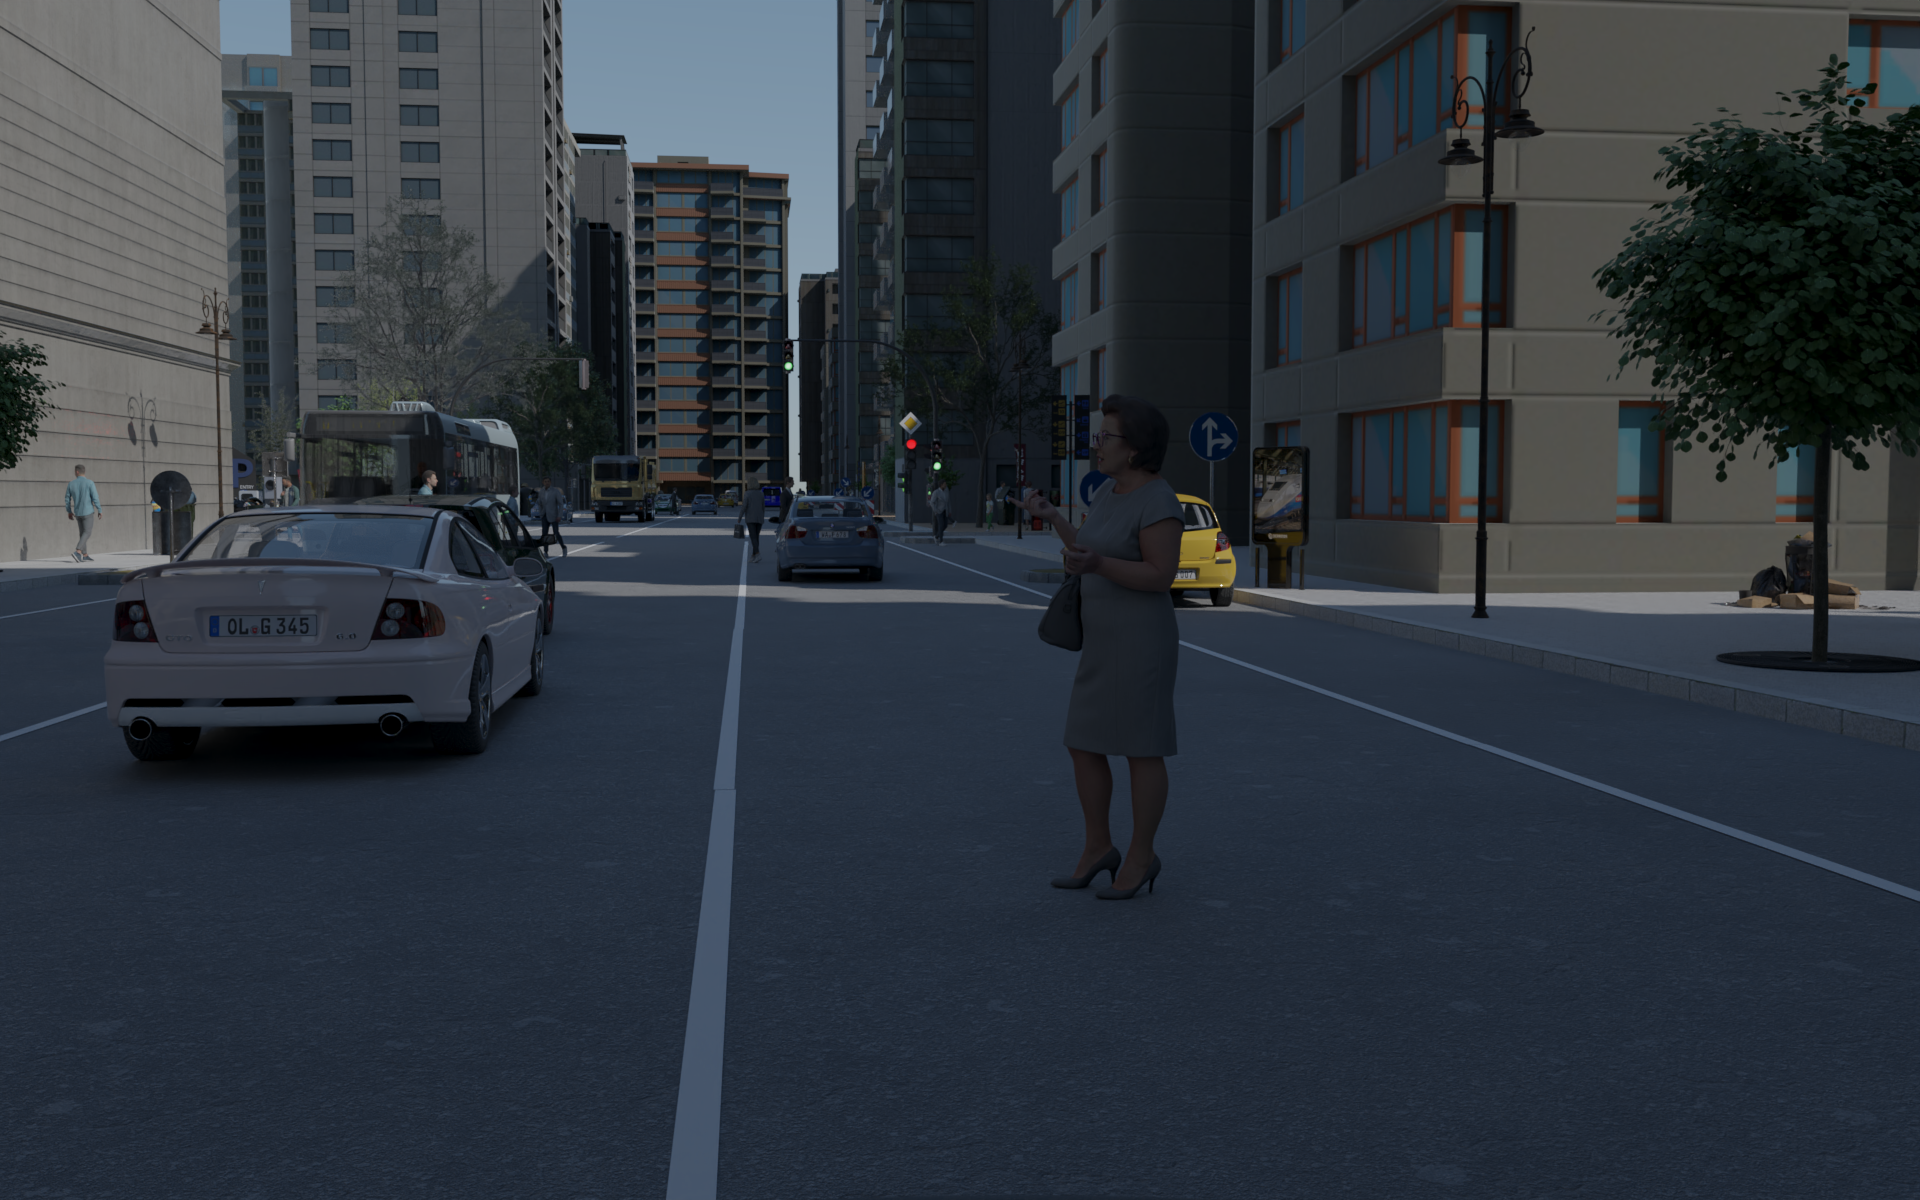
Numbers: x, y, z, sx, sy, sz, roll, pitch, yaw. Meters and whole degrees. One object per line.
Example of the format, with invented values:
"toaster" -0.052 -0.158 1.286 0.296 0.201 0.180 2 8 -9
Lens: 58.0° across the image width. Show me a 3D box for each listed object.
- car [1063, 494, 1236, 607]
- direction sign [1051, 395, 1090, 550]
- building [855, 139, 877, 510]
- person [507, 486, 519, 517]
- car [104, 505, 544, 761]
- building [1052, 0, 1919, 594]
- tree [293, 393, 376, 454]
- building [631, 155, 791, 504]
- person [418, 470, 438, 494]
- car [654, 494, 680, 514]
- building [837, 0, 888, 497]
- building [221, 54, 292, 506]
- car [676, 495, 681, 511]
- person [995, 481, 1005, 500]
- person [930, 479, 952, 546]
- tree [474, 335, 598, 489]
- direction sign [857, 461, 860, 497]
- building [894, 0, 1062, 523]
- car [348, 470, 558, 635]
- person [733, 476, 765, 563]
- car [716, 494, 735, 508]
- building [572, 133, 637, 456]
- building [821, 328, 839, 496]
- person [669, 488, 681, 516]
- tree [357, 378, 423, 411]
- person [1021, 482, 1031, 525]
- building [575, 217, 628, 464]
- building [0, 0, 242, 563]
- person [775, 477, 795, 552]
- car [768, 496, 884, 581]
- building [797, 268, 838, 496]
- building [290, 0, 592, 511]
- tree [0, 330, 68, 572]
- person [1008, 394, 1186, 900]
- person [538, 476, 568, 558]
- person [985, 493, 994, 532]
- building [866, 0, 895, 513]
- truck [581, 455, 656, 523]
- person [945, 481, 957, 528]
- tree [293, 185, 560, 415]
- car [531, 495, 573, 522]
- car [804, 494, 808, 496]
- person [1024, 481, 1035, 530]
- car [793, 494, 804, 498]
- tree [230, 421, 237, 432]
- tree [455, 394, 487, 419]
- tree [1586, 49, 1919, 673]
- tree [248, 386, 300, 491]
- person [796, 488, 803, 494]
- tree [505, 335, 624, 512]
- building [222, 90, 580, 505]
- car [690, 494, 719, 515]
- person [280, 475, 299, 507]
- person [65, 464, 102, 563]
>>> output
"car" 2.467 -0.805 23.393 2.015 1.641 3.980 0 4 -6
"direction sign" 2.528 -2.914 39.640 0.876 3.537 0.379 1 4 10
"building" -1.857 -22.811 144.655 14.160 30.474 14.107 0 4 -7
"person" -9.142 -1.537 35.445 0.330 1.601 0.589 -1 4 -9
"car" -3.717 0.096 10.787 2.083 1.381 4.827 0 4 -8
"building" 18.153 -11.777 37.590 27.650 21.520 28.899 0 4 -7
"tree" -20.056 -4.439 56.285 4.285 4.588 4.351 0 3 0
"building" -36.691 -35.008 226.998 28.867 44.769 22.147 0 4 -7
"person" -8.894 -1.228 28.605 0.620 1.820 0.660 -2 4 -25
"car" -20.981 -6.814 123.203 2.131 1.459 4.920 0 4 -6
"building" -1.180 -38.134 165.485 21.231 58.520 28.212 0 4 -7
"building" -66.404 -34.904 190.285 30.456 49.044 23.786 0 4 -7
"car" -24.184 -8.046 143.907 2.083 1.381 4.827 0 4 -6
"person" 1.817 -4.231 75.059 0.661 1.843 0.795 -1 4 -21
"person" -0.564 -2.418 47.880 0.661 1.843 0.795 -3 5 -39
"tree" -24.565 -10.170 100.692 7.601 10.594 8.767 0 4 -2
"direction sign" -6.887 -7.668 117.368 0.379 3.537 0.876 -1 4 -13
"building" 3.694 -19.044 83.066 14.160 30.474 14.107 0 4 -7
"car" -4.885 -0.401 16.345 2.009 1.686 4.222 0 4 -6
"person" -4.364 -1.680 36.144 0.709 1.800 0.728 -2 4 -34
"car" -24.883 -10.626 183.960 2.015 1.641 3.980 -1 4 -8
"building" -44.403 -31.474 198.201 14.086 41.232 14.154 0 4 -7
"building" -1.283 -21.457 195.868 27.650 21.520 28.899 0 4 -7
"person" -18.981 -6.547 115.320 0.755 1.850 0.659 -1 4 -15
"tree" -35.841 -9.855 111.489 4.737 8.622 4.395 0 3 0
"person" 2.762 -4.038 72.249 0.419 1.800 0.721 -2 4 -34
"building" -42.639 -25.100 182.091 14.160 30.474 14.107 0 4 -7
"building" -40.012 -15.857 35.678 44.131 29.872 17.030 0 4 -7
"person" -4.087 -2.039 41.623 0.755 1.850 0.659 1 4 14
"car" -2.281 -1.087 29.773 2.014 1.417 4.499 0 4 -6
"building" -13.837 -27.723 224.975 14.107 30.474 14.160 0 4 -7
"building" -40.562 -42.881 139.356 20.563 71.187 20.611 0 4 -7
"tree" -16.313 -2.714 28.085 4.285 4.588 4.351 0 3 0
"person" 0.468 0.164 6.184 0.532 1.782 0.716 -2 4 -25
"person" -9.205 -1.877 39.040 0.661 1.843 0.795 1 4 20
"person" 1.027 -2.977 58.962 0.306 1.304 0.590 2 4 32
"building" 5.956 -30.190 113.216 23.786 49.044 30.456 0 4 -7
"truck" -17.271 -5.696 89.054 3.469 3.379 9.791 0 4 -6
"person" -0.493 -3.628 65.211 0.795 1.843 0.661 0 4 6
"tree" -21.308 -9.753 69.829 12.009 13.543 11.850 0 3 0
"car" -20.244 -4.529 86.059 2.014 1.417 4.499 0 4 -8
"car" -15.268 -9.656 169.873 2.014 1.417 4.499 0 4 -7
"person" 2.487 -3.354 61.445 0.480 1.755 0.524 0 4 -3
"car" -10.754 -6.289 113.051 2.015 1.641 3.980 0 4 -6
"tree" -49.880 -9.971 113.385 4.360 8.622 3.978 0 3 0
"tree" -35.779 -10.696 125.236 4.737 8.622 4.395 0 3 0
"tree" 6.521 -1.795 13.066 4.285 4.588 4.351 0 3 0
"tree" -46.983 -10.307 118.887 4.360 8.622 3.978 0 3 0
"person" -11.423 -6.970 122.268 0.655 1.846 0.447 -1 4 -18
"tree" -28.476 -12.709 124.793 9.611 12.733 9.660 0 3 0
"building" -48.938 -28.736 161.714 32.217 40.220 23.993 0 4 -7
"car" -17.821 -6.654 120.799 2.014 1.417 4.499 0 4 -8
"person" -17.652 -2.404 45.699 0.623 1.781 0.721 1 4 17
"person" -16.572 -1.633 32.610 0.638 1.841 0.748 1 4 13
